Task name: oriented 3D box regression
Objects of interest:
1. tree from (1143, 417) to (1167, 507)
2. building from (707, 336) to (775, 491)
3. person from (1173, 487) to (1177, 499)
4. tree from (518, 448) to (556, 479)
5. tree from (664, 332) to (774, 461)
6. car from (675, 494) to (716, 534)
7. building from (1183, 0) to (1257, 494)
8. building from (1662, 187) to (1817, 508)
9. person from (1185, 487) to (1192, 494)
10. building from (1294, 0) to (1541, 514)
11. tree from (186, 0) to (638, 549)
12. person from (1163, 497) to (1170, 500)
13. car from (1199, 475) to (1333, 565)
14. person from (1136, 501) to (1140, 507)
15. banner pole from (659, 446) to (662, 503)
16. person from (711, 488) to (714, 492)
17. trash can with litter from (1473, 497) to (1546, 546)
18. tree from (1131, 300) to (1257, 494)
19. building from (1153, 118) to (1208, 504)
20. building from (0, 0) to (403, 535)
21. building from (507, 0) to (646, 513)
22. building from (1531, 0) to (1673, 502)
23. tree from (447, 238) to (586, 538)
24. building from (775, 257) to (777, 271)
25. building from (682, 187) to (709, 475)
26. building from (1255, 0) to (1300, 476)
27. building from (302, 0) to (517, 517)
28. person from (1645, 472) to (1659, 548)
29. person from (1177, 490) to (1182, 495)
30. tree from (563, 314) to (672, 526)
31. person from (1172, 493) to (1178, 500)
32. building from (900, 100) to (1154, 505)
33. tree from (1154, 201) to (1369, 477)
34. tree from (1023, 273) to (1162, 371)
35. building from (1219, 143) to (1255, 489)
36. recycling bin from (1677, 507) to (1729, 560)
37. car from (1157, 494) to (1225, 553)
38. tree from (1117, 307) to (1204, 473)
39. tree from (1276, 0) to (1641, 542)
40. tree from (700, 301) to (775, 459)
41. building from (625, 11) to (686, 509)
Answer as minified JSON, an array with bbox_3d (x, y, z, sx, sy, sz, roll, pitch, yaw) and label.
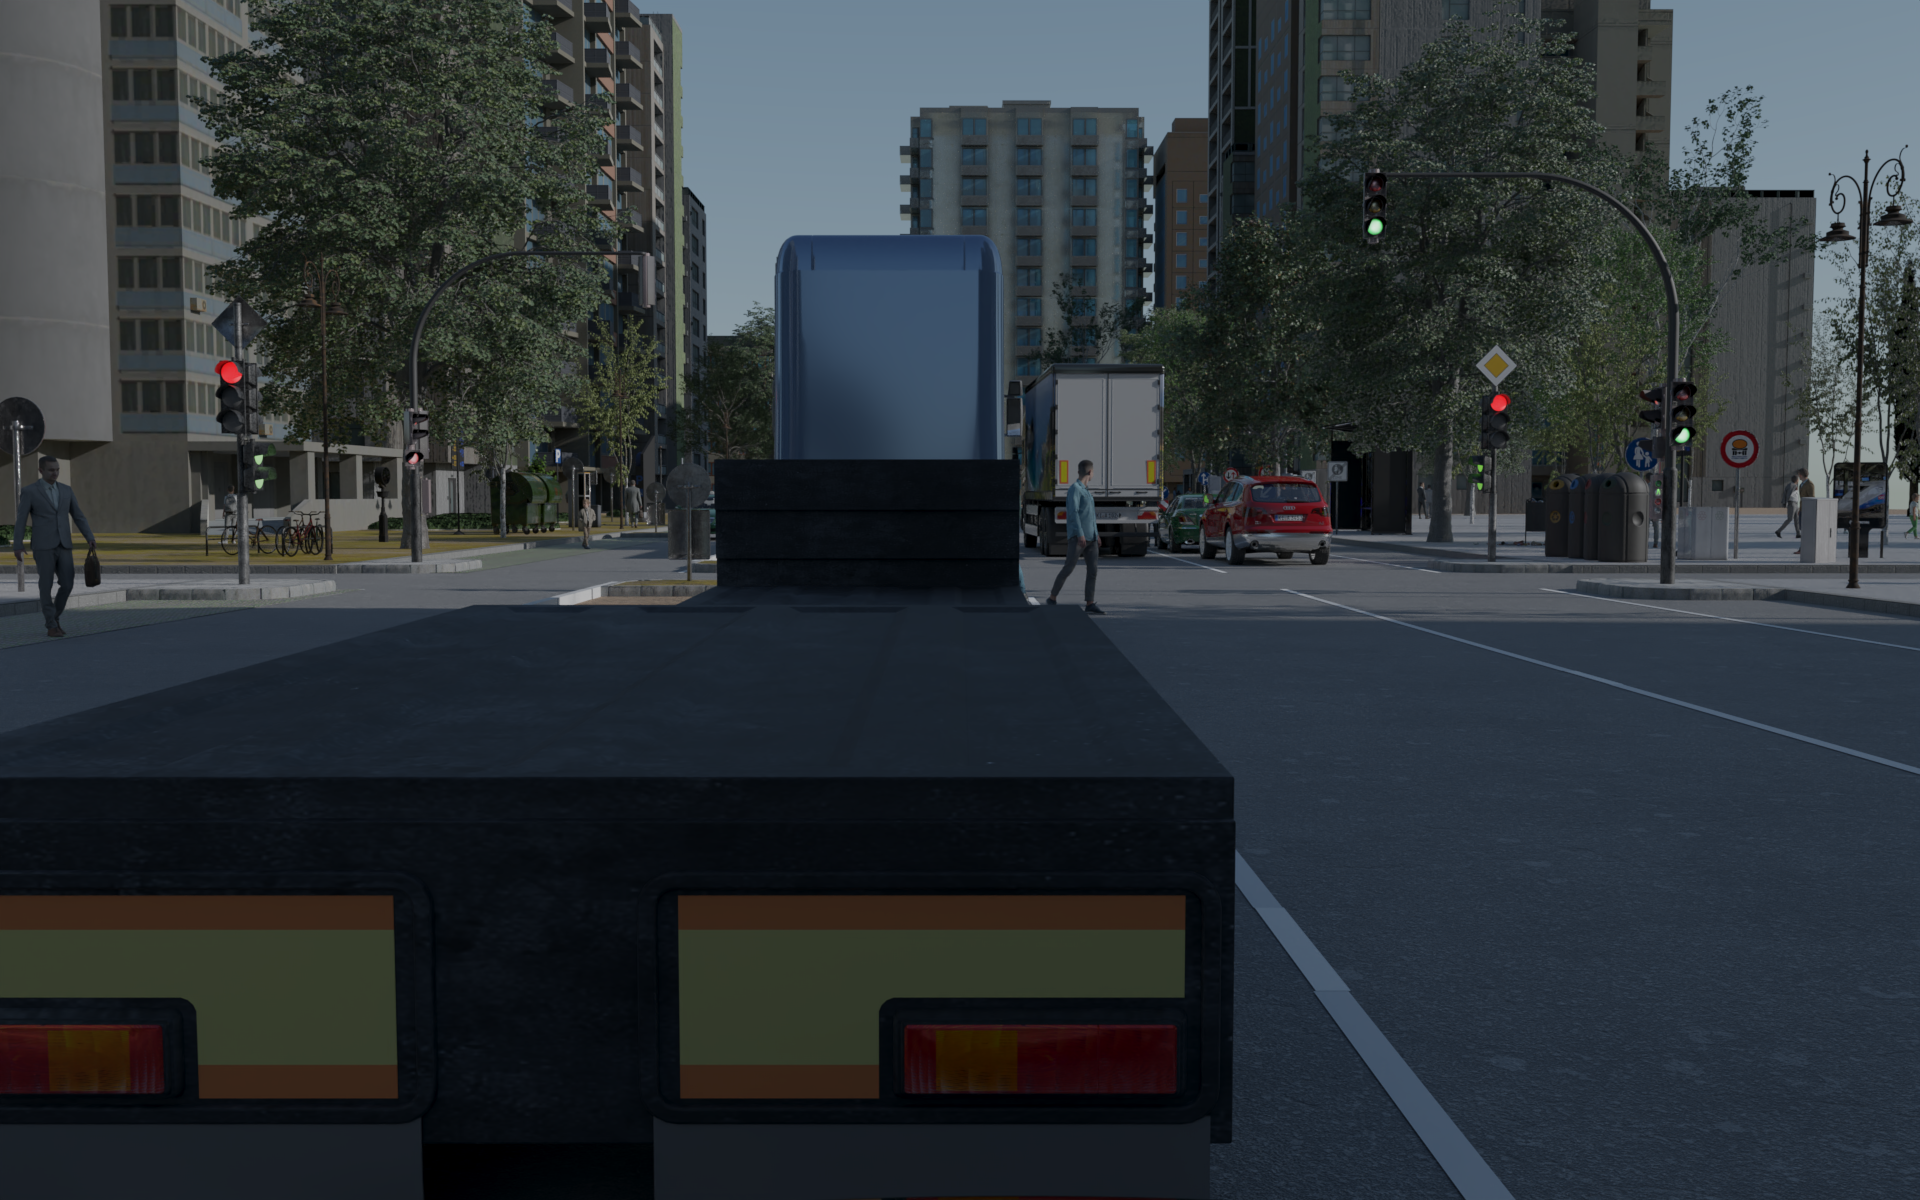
[{"bbox_3d":[11.955,-9.982,113.562,4.360,8.622,3.978,0,3,0],"label":"tree"},{"bbox_3d":[-36.470,-22.702,216.214,28.899,21.520,27.650,0,4,0],"label":"building"},{"bbox_3d":[17.299,-8.144,139.188,0.705,1.826,1.348,0,4,0],"label":"person"},{"bbox_3d":[-17.717,-4.791,72.926,1.663,3.219,1.824,0,3,0],"label":"tree"},{"bbox_3d":[-13.703,-10.172,100.720,7.601,10.594,8.767,-1,4,-14],"label":"tree"},{"bbox_3d":[-7.913,-2.647,55.071,2.131,1.459,4.920,0,4,-2],"label":"car"},{"bbox_3d":[32.622,-44.234,161.475,20.563,71.187,20.611,0,4,0],"label":"building"},{"bbox_3d":[71.736,-24.151,166.574,14.107,30.474,14.160,0,4,0],"label":"building"},{"bbox_3d":[15.154,-6.553,113.977,1.217,1.735,0.721,-2,4,-25],"label":"person"},{"bbox_3d":[29.803,-26.494,116.767,14.154,41.232,14.086,0,4,0],"label":"building"},{"bbox_3d":[-12.709,-8.176,40.328,9.857,13.997,8.962,0,3,0],"label":"tree"},{"bbox_3d":[16.403,-7.918,138.683,0.799,1.438,0.628,0,4,4],"label":"person"},{"bbox_3d":[6.389,-1.708,36.602,2.281,1.827,5.304,0,4,-2],"label":"car"},{"bbox_3d":[14.001,-7.959,136.156,1.348,1.826,0.705,0,4,7],"label":"person"},{"bbox_3d":[-15.498,-6.100,89.760,0.401,3.779,0.863,-1,4,-10],"label":"banner pole"},{"bbox_3d":[-20.260,-8.271,141.721,0.683,1.767,0.568,0,4,-5],"label":"person"},{"bbox_3d":[14.085,-1.983,43.478,2.233,1.210,1.678,2,4,29],"label":"trash can with litter"},{"bbox_3d":[12.416,-10.084,90.626,9.928,11.665,9.643,0,3,0],"label":"tree"},{"bbox_3d":[31.190,-34.214,209.503,14.200,45.320,14.600,0,4,0],"label":"building"},{"bbox_3d":[-37.564,-22.570,60.896,32.217,40.220,23.993,0,4,0],"label":"building"},{"bbox_3d":[-34.544,-28.559,121.564,22.147,44.769,28.867,0,4,0],"label":"building"},{"bbox_3d":[53.905,-32.921,161.964,21.600,48.544,21.300,0,4,0],"label":"building"},{"bbox_3d":[-13.299,-6.139,50.740,4.360,8.622,3.978,0,3,0],"label":"tree"},{"bbox_3d":[-14.927,-26.747,209.016,14.107,30.474,14.160,0,4,0],"label":"building"},{"bbox_3d":[-31.533,-24.062,165.112,14.107,30.474,14.160,0,4,0],"label":"building"},{"bbox_3d":[30.353,-29.398,130.762,14.600,45.320,14.200,0,4,0],"label":"building"},{"bbox_3d":[-31.992,-19.481,90.212,14.160,30.474,14.107,0,4,0],"label":"building"},{"bbox_3d":[16.486,-2.153,41.420,0.511,1.800,0.466,-1,4,-16],"label":"person"},{"bbox_3d":[21.262,-9.800,167.740,0.593,1.643,0.415,-2,4,-35],"label":"person"},{"bbox_3d":[-13.760,-7.317,70.003,4.737,8.622,4.395,0,3,0],"label":"tree"},{"bbox_3d":[19.917,-9.189,159.544,0.557,1.426,1.065,3,5,42],"label":"person"},{"bbox_3d":[7.970,-36.321,213.450,30.456,49.044,23.786,0,4,0],"label":"building"},{"bbox_3d":[12.450,-9.264,68.471,9.611,12.733,9.660,0,3,0],"label":"tree"},{"bbox_3d":[10.560,-18.010,150.348,12.611,20.169,13.585,0,3,0],"label":"tree"},{"bbox_3d":[28.665,-22.854,145.369,14.160,30.474,14.107,0,4,0],"label":"building"},{"bbox_3d":[14.542,-1.306,33.900,0.722,1.027,0.722,0,4,0],"label":"recycling bin"},{"bbox_3d":[6.034,-1.939,43.508,2.131,1.459,4.920,0,4,0],"label":"car"},{"bbox_3d":[12.437,-11.450,105.326,7.486,12.596,7.792,0,3,0],"label":"tree"},{"bbox_3d":[12.815,-8.519,45.948,9.857,13.997,8.962,0,3,0],"label":"tree"},{"bbox_3d":[-12.757,-12.800,115.932,9.857,13.997,8.962,0,3,0],"label":"tree"},{"bbox_3d":[-30.845,-28.106,143.130,14.154,41.232,14.086,0,4,0],"label":"building"}]
